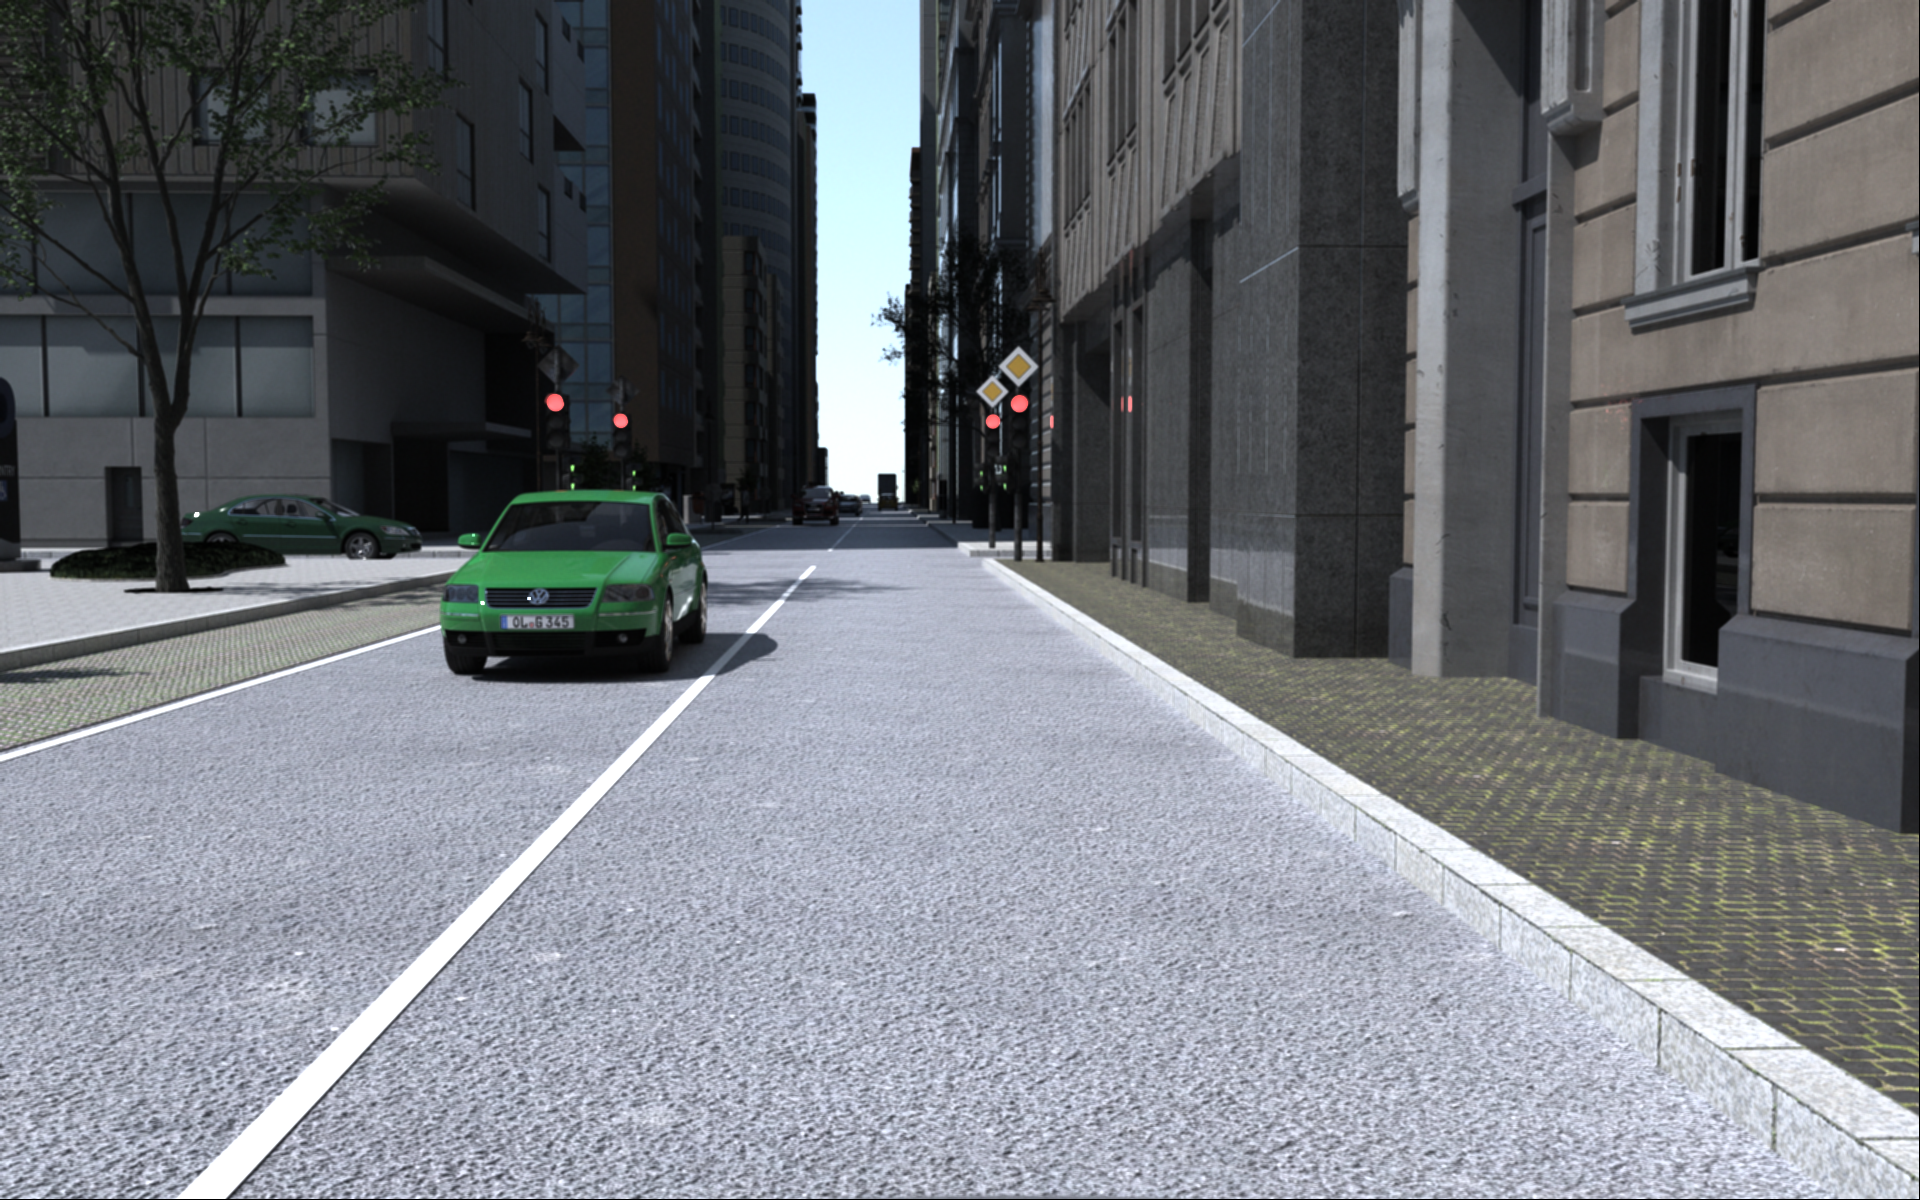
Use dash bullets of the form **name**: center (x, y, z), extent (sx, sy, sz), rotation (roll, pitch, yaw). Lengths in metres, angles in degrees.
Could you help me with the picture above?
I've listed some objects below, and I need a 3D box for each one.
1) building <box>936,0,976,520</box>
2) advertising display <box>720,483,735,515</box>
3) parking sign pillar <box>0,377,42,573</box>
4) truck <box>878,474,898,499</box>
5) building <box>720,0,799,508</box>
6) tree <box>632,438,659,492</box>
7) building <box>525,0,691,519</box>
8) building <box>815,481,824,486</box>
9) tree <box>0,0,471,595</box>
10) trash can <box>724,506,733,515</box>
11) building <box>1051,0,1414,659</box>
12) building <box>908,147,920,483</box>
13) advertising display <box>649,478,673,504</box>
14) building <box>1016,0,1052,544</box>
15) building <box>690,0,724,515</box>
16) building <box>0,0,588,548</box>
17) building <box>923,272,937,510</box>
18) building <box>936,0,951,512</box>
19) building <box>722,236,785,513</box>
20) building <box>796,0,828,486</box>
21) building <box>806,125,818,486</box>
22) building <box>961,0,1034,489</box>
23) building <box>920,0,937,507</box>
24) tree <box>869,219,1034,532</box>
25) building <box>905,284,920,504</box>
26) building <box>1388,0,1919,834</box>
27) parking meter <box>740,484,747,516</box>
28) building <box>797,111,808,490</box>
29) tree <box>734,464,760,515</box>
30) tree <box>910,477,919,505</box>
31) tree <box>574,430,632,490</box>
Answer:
- **building**: center (4.622, -19.751, 100.424), extent (11.434, 29.767, 29.804), rotation (0, 4, -2)
- **advertising display**: center (-13.955, -6.037, 103.916), extent (0.974, 1.923, 0.123), rotation (2, 4, 28)
- **parking sign pillar**: center (-16.066, -2.456, 28.634), extent (1.447, 3.967, 1.447), rotation (0, 4, -7)
- **truck**: center (-10.210, -15.600, 243.972), extent (2.839, 4.237, 11.283), rotation (0, 4, -1)
- **building**: center (-26.030, -37.647, 157.529), extent (21.231, 58.520, 28.212), rotation (0, 4, -2)
- **tree**: center (-11.101, -3.938, 58.987), extent (1.663, 3.219, 1.824), rotation (0, 3, 0)
- **building**: center (-20.315, -26.352, 80.963), extent (14.600, 45.320, 14.200), rotation (0, 4, -2)
- **building**: center (-34.076, -32.560, 224.244), extent (32.217, 40.220, 23.993), rotation (0, 4, -2)
- **tree**: center (-10.348, -5.916, 22.480), extent (9.928, 11.665, 9.643), rotation (0, 3, 0)
- **trash can**: center (-14.349, -5.866, 107.569), extent (0.748, 1.137, 0.748), rotation (0, 3, 0)
- **building**: center (8.170, -12.532, 22.913), extent (12.078, 24.808, 19.932), rotation (0, 4, -2)
- **building**: center (4.740, -34.332, 215.952), extent (22.147, 44.769, 28.867), rotation (0, 4, -2)
- **advertising display**: center (-11.730, -3.835, 67.923), extent (0.974, 1.923, 0.123), rotation (1, 4, 13)
- **building**: center (11.446, -13.276, 45.944), extent (19.941, 23.489, 11.050), rotation (0, 4, -2)
- **building**: center (-21.780, -25.661, 103.146), extent (14.154, 41.232, 14.086), rotation (0, 4, -2)
- **building**: center (-26.660, -28.281, 51.642), extent (28.713, 52.752, 27.495), rotation (0, 4, -2)
- **building**: center (10.953, -18.643, 149.859), extent (27.650, 21.520, 28.899), rotation (0, 4, -2)
- **building**: center (5.248, -27.106, 126.773), extent (14.154, 41.232, 14.086), rotation (0, 4, -2)
- **building**: center (-27.943, -17.432, 130.047), extent (27.650, 21.520, 28.899), rotation (0, 4, -2)
- **building**: center (-30.322, -57.398, 251.132), extent (22.319, 86.520, 31.000), rotation (0, 4, -2)
- **building**: center (-24.283, -33.965, 205.432), extent (14.600, 45.320, 14.200), rotation (0, 4, -2)
- **building**: center (7.297, -17.702, 75.338), extent (13.634, 28.700, 20.117), rotation (0, 4, -2)
- **building**: center (6.396, -38.870, 177.522), extent (21.231, 58.520, 28.212), rotation (0, 4, -2)
- **tree**: center (0.966, -7.636, 59.253), extent (7.601, 10.594, 8.767), rotation (1, 4, 22)
- **building**: center (-0.597, -28.522, 238.036), extent (14.160, 30.474, 14.107), rotation (0, 4, -2)
- **building**: center (9.886, -13.269, 2.861), extent (13.634, 28.700, 20.117), rotation (0, 4, -2)
- **parking meter**: center (-12.775, -5.911, 102.353), extent (0.255, 1.863, 0.399), rotation (-3, 4, -38)
- **building**: center (-23.178, -30.319, 179.309), extent (14.154, 41.232, 14.086), rotation (0, 4, -2)
- **tree**: center (-13.377, -7.003, 109.107), extent (1.663, 3.219, 1.824), rotation (0, 3, 0)
- **tree**: center (-5.025, -12.576, 200.214), extent (1.663, 3.219, 1.824), rotation (0, 3, 0)
- **tree**: center (-10.912, -3.530, 52.318), extent (1.663, 3.219, 1.824), rotation (0, 3, 0)
